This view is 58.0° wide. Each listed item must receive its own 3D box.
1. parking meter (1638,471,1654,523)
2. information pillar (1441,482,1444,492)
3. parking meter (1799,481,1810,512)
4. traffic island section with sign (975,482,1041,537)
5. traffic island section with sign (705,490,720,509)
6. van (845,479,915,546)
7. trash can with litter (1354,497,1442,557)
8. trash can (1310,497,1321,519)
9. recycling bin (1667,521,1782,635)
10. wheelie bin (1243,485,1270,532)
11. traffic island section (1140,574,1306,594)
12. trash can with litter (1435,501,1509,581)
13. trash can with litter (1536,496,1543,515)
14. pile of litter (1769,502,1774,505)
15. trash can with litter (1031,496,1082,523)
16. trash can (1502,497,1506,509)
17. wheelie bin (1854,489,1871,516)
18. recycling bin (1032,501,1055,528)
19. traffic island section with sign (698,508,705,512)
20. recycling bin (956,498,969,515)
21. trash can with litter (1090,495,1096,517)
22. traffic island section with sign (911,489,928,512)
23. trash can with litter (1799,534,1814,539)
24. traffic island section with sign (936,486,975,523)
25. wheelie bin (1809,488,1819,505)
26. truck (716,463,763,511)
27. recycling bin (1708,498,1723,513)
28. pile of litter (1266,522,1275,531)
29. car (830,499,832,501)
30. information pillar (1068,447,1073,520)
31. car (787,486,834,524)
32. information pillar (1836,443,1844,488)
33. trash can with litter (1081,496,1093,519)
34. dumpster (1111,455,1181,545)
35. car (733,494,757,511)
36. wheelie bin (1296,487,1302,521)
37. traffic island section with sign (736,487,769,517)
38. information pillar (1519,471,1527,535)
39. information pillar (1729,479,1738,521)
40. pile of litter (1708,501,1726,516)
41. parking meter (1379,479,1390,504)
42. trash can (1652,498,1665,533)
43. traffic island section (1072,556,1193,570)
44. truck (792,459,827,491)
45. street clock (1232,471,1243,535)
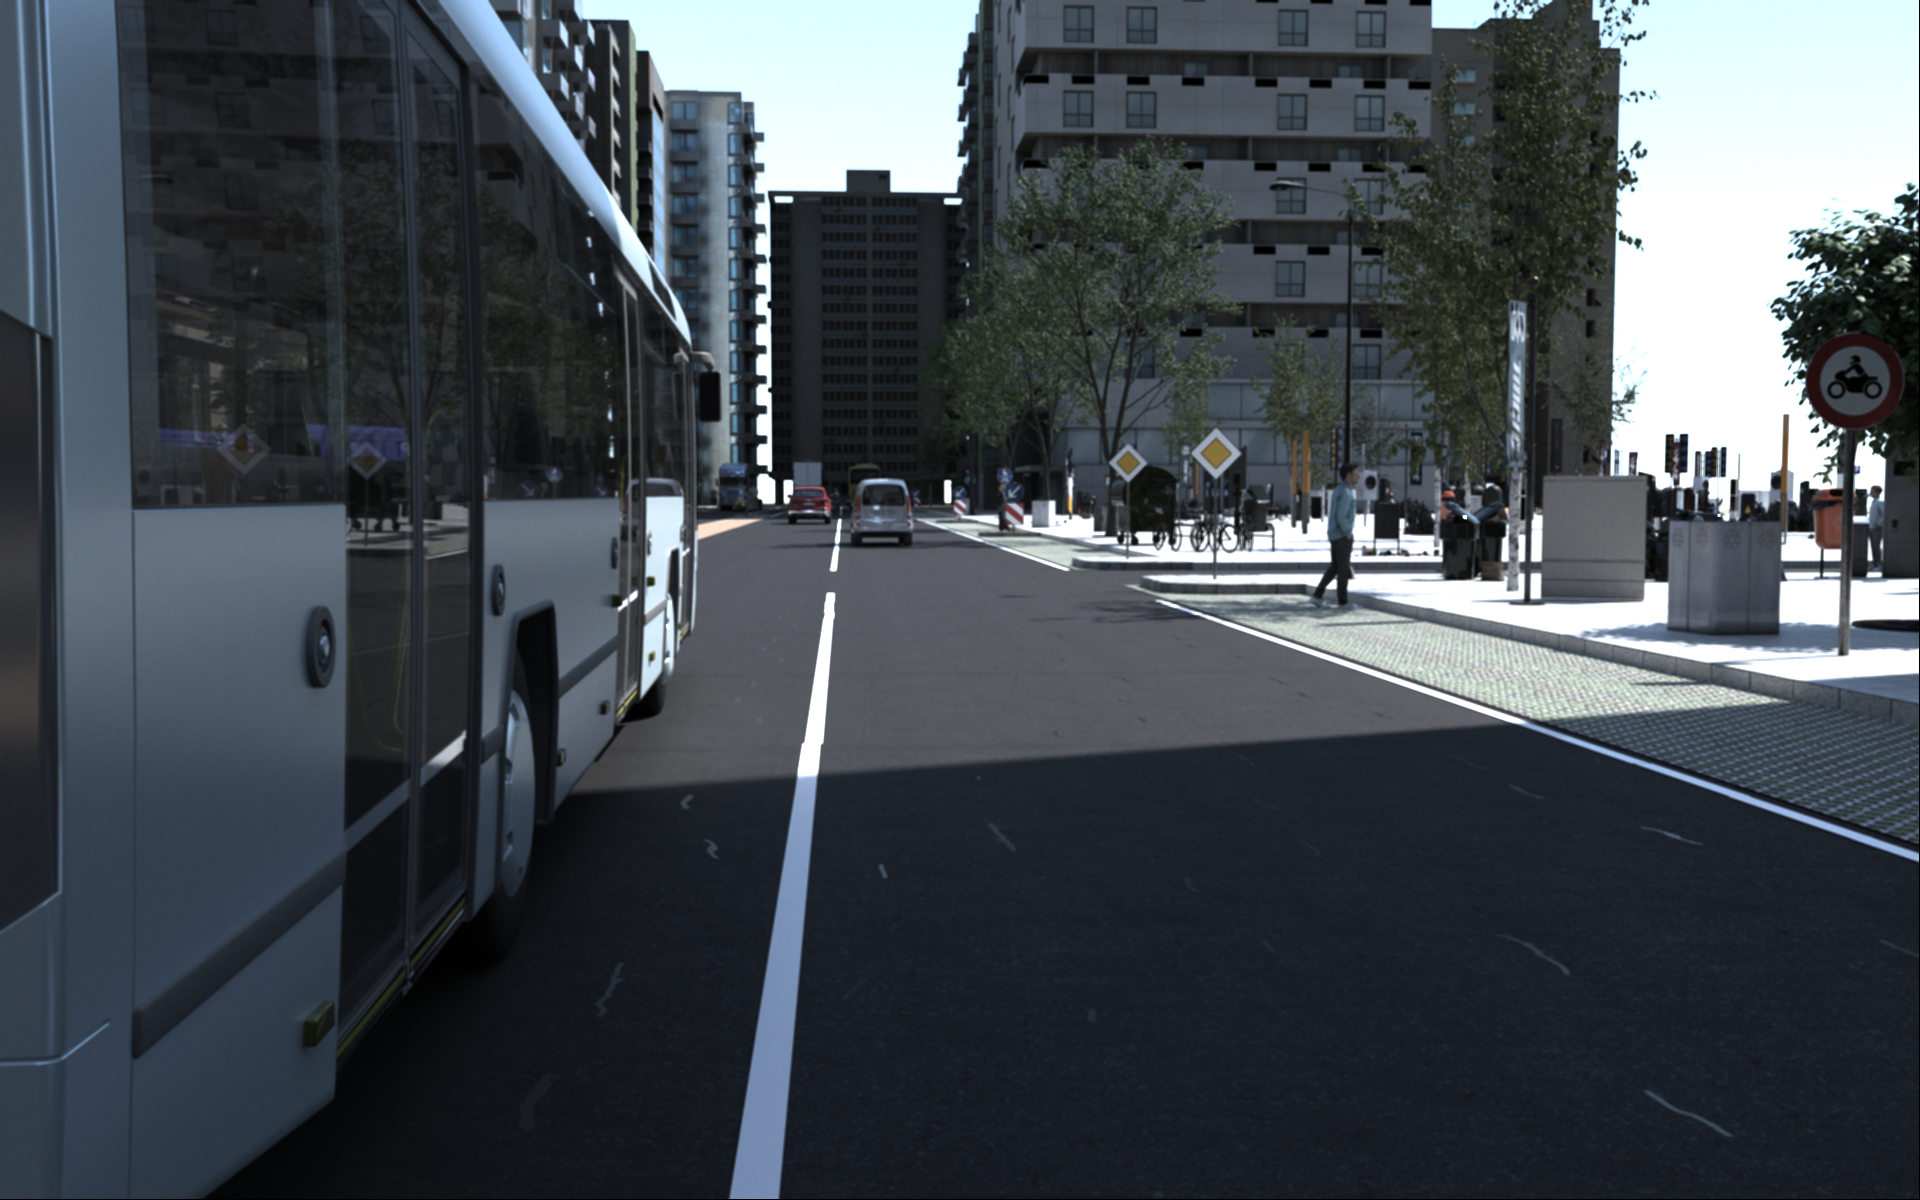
[{"bbox_3d":[17.270,-2.319,43.627,0.399,1.863,0.255,1,4,23],"label":"parking meter"},{"bbox_3d":[28.780,-6.030,103.074,0.304,2.012,0.304,2,4,32],"label":"information pillar"},{"bbox_3d":[36.530,-4.235,74.945,0.255,1.863,0.399,0,4,-7],"label":"parking meter"},{"bbox_3d":[1.647,-3.051,58.505,1.989,1.847,2.006,0,4,-4],"label":"traffic island section with sign"},{"bbox_3d":[-22.955,-9.376,161.924,1.989,1.847,2.006,0,4,-4],"label":"traffic island section with sign"},{"bbox_3d":[-2.254,-2.583,49.245,2.013,2.044,4.112,0,4,-5],"label":"van"},{"bbox_3d":[9.193,-1.515,35.832,2.233,1.210,1.678,2,4,28],"label":"trash can with litter"},{"bbox_3d":[18.525,-4.784,89.868,0.748,1.137,0.748,0,3,0],"label":"trash can"},{"bbox_3d":[7.099,-0.217,16.100,0.722,1.027,0.722,-1,4,-12],"label":"recycling bin"},{"bbox_3d":[10.001,-3.107,58.711,0.980,1.594,0.693,-3,4,-36],"label":"wheelie bin"},{"bbox_3d":[3.841,-0.227,25.994,2.009,0.180,2.903,0,4,-4],"label":"traffic island section"},{"bbox_3d":[7.702,-0.885,25.860,1.055,1.170,0.624,2,4,34],"label":"trash can with litter"},{"bbox_3d":[35.598,-5.706,104.349,2.233,1.210,1.678,3,4,39],"label":"trash can with litter"},{"bbox_3d":[45.651,-5.057,96.643,1.176,0.858,1.719,1,4,13],"label":"pile of litter"},{"bbox_3d":[3.994,-3.972,76.007,2.233,1.210,1.678,-1,4,-8],"label":"trash can with litter"},{"bbox_3d":[26.317,-4.465,84.663,0.748,1.137,0.748,0,3,0],"label":"trash can"},{"bbox_3d":[52.235,-5.654,100.344,0.980,1.594,0.693,1,4,21],"label":"wheelie bin"},{"bbox_3d":[3.205,-3.292,66.377,0.722,1.027,0.722,2,4,24],"label":"recycling bin"},{"bbox_3d":[-21.098,-7.696,134.457,1.989,1.847,2.006,0,4,-4],"label":"traffic island section with sign"},{"bbox_3d":[0.204,-5.714,105.975,0.722,1.027,0.722,-1,4,-16],"label":"recycling bin"},{"bbox_3d":[7.187,-5.204,96.150,1.678,1.210,2.233,-2,4,-34],"label":"trash can with litter"},{"bbox_3d":[-3.554,-7.759,135.486,1.989,1.847,2.006,0,4,-4],"label":"traffic island section with sign"},{"bbox_3d":[24.902,-2.367,49.755,2.233,1.210,1.678,-1,4,-23],"label":"trash can with litter"},{"bbox_3d":[-0.170,-4.706,85.573,1.989,1.847,2.006,0,4,-4],"label":"traffic island section with sign"},{"bbox_3d":[46.771,-5.314,94.789,0.980,1.594,0.693,-1,4,-18],"label":"wheelie bin"},{"bbox_3d":[-19.800,-10.224,156.921,2.967,4.110,18.799,0,4,-2],"label":"truck"},{"bbox_3d":[46.951,-5.819,107.699,0.722,1.027,0.722,3,5,41],"label":"recycling bin"},{"bbox_3d":[10.592,-2.875,60.978,1.719,0.858,1.176,-3,5,-44],"label":"pile of litter"},{"bbox_3d":[-10.167,-6.846,123.735,2.131,1.459,4.920,0,4,-5],"label":"car"},{"bbox_3d":[5.513,-5.832,86.706,0.183,3.616,0.504,1,4,20],"label":"information pillar"},{"bbox_3d":[-7.278,-4.613,84.089,2.281,1.827,5.304,0,4,-4],"label":"car"},{"bbox_3d":[35.673,-4.808,69.959,0.504,3.616,0.183,1,4,9],"label":"information pillar"},{"bbox_3d":[6.590,-4.775,89.461,0.624,1.170,1.055,0,4,0],"label":"trash can with litter"},{"bbox_3d":[4.711,-2.536,43.953,1.502,2.255,1.985,0,4,-4],"label":"dumpster"},{"bbox_3d":[-17.985,-8.257,145.219,2.015,1.641,3.980,0,4,-2],"label":"car"},{"bbox_3d":[16.197,-4.567,82.578,0.693,1.594,0.980,0,4,8],"label":"wheelie bin"},{"bbox_3d":[-12.912,-6.098,107.839,2.006,1.907,1.989,0,4,-4],"label":"traffic island section with sign"},{"bbox_3d":[17.582,-3.056,54.456,0.304,2.012,0.304,-2,4,-35],"label":"information pillar"},{"bbox_3d":[37.199,-4.818,83.272,0.304,2.012,0.304,3,4,38],"label":"information pillar"},{"bbox_3d":[44.890,-5.449,103.058,1.176,0.858,1.719,0,4,6],"label":"pile of litter"},{"bbox_3d":[16.236,-3.701,66.215,0.399,1.863,0.255,-3,5,-41],"label":"parking meter"},{"bbox_3d":[22.768,-2.768,56.916,0.748,1.137,0.748,0,3,0],"label":"trash can"},{"bbox_3d":[3.303,-0.714,33.961,2.009,0.180,2.903,0,4,-4],"label":"traffic island section"},{"bbox_3d":[-12.622,-9.559,145.200,2.839,4.237,11.283,0,4,-3],"label":"truck"},{"bbox_3d":[8.725,-3.053,54.488,0.358,2.002,0.471,1,4,13],"label":"street clock"}]
